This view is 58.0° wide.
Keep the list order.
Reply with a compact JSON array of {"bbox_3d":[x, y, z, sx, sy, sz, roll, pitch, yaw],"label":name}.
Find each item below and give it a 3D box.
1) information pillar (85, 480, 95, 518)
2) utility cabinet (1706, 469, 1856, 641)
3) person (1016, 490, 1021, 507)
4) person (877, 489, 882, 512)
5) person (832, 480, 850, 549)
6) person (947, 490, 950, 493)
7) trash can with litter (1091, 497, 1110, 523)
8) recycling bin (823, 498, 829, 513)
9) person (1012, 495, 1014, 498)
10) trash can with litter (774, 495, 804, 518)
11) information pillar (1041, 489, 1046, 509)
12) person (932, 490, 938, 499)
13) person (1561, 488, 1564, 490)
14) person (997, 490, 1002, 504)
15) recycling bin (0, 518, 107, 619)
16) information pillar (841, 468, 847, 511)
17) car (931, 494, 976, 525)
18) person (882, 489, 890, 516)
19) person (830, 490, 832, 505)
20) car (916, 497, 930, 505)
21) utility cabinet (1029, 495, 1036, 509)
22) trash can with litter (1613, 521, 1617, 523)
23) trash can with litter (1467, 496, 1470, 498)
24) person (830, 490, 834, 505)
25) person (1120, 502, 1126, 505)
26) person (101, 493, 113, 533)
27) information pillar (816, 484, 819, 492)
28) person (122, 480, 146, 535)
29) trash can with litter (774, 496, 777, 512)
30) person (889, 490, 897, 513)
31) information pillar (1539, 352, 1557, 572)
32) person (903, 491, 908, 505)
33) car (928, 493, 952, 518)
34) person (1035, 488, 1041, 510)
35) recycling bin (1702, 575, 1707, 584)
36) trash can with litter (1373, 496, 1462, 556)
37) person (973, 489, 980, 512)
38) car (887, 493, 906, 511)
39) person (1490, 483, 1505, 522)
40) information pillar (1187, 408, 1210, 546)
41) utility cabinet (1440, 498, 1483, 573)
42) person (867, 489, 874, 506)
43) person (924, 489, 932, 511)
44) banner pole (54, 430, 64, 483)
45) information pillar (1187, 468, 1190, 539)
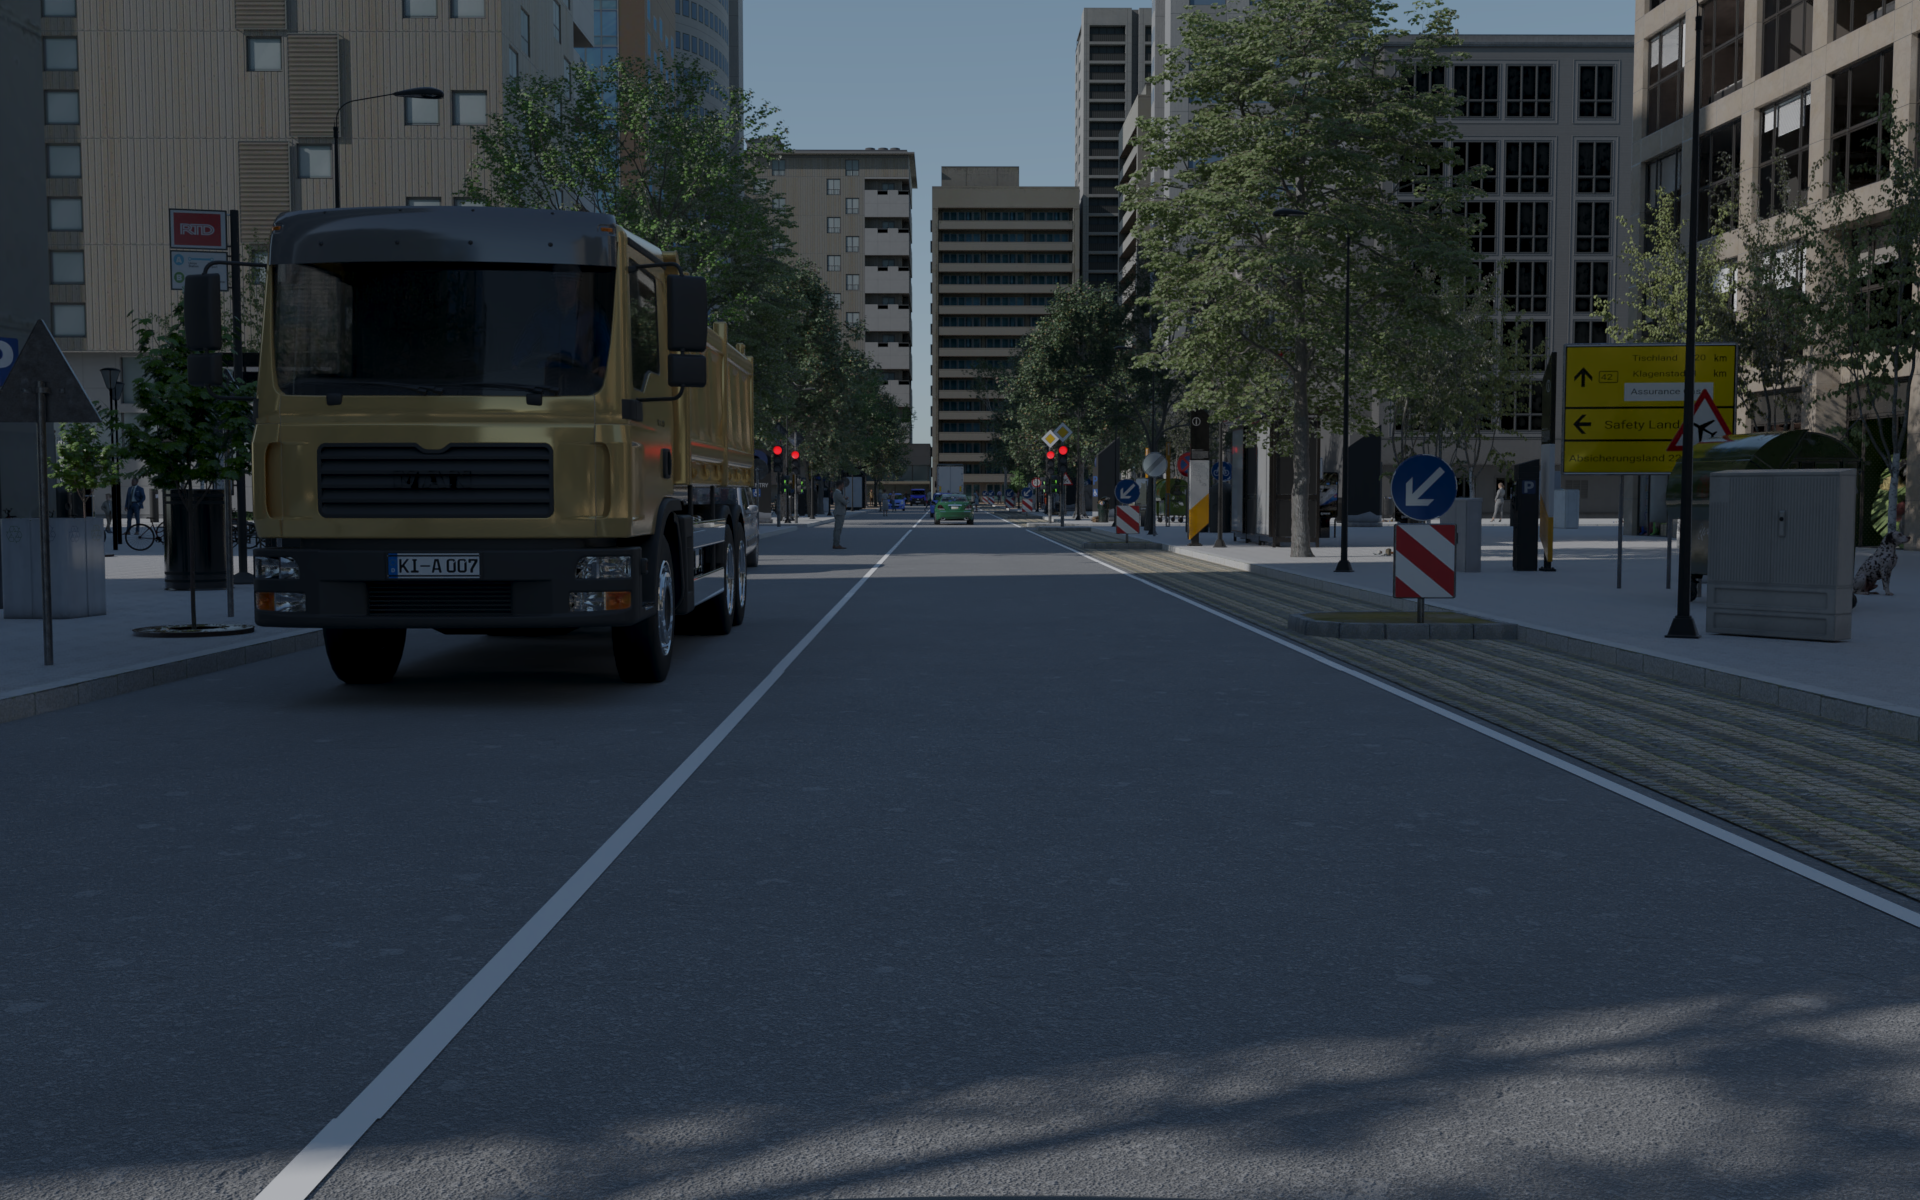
[{"bbox_3d":[-31.617,-3.572,62.895,0.304,2.012,0.304,-1,4,-16],"label":"information pillar"},{"bbox_3d":[7.270,-0.410,15.386,0.318,1.500,1.173,-3,4,-37],"label":"utility cabinet"},{"bbox_3d":[5.565,-9.790,166.832,0.721,1.743,1.217,1,4,11],"label":"person"},{"bbox_3d":[-6.370,-7.814,136.438,0.526,1.800,0.537,2,4,34],"label":"person"},{"bbox_3d":[-3.097,-2.239,45.282,0.466,1.800,0.511,-2,4,-28],"label":"person"},{"bbox_3d":[-0.934,-8.516,148.138,0.834,1.777,0.661,-1,4,-19],"label":"person"},{"bbox_3d":[6.270,-4.062,77.804,0.624,1.170,1.055,-2,4,-34],"label":"trash can with litter"},{"bbox_3d":[-9.633,-6.618,120.752,0.722,1.027,0.722,-3,5,-40],"label":"recycling bin"},{"bbox_3d":[5.743,-10.934,188.040,0.421,1.427,0.697,3,5,41],"label":"person"},{"bbox_3d":[-9.239,-5.037,93.407,1.678,1.210,2.233,0,4,-2],"label":"trash can with litter"},{"bbox_3d":[7.197,-8.866,149.443,0.304,2.012,0.304,-3,5,-43],"label":"information pillar"},{"bbox_3d":[-2.062,-8.461,147.181,0.601,1.785,0.444,3,5,41],"label":"person"},{"bbox_3d":[27.309,-4.432,78.851,0.601,1.785,0.444,3,4,38],"label":"person"},{"bbox_3d":[5.017,-13.186,221.499,0.709,1.838,0.599,-1,4,-11],"label":"person"},{"bbox_3d":[-9.456,-0.338,18.083,0.722,1.027,0.722,0,4,7],"label":"recycling bin"},{"bbox_3d":[-8.949,-8.686,133.367,0.504,3.616,0.183,2,4,24],"label":"information pillar"},{"bbox_3d":[-0.301,-4.288,81.912,2.131,1.459,4.920,0,4,-2],"label":"car"},{"bbox_3d":[-4.774,-6.273,111.631,0.480,1.755,0.524,1,4,17],"label":"person"},{"bbox_3d":[-15.165,-12.071,204.110,1.217,1.736,0.721,2,4,34],"label":"person"},{"bbox_3d":[-4.671,-12.868,219.432,2.155,1.783,4.494,0,4,-2],"label":"car"},{"bbox_3d":[6.076,-8.236,145.822,1.020,1.237,0.306,3,5,43],"label":"utility cabinet"},{"bbox_3d":[30.074,-4.077,77.711,1.678,1.210,2.233,0,4,-3],"label":"trash can with litter"},{"bbox_3d":[19.199,-3.444,67.366,2.233,1.210,1.678,0,4,4],"label":"trash can with litter"},{"bbox_3d":[-15.115,-11.990,202.601,0.750,1.759,0.617,-1,4,-17],"label":"person"},{"bbox_3d":[13.110,-8.200,140.206,0.694,1.812,0.767,0,4,5],"label":"person"},{"bbox_3d":[-27.801,-2.831,56.608,0.640,1.303,0.475,3,4,37],"label":"person"},{"bbox_3d":[-10.586,-7.639,129.381,0.304,2.012,0.304,1,4,18],"label":"information pillar"},{"bbox_3d":[-26.009,-2.954,54.525,0.721,1.800,0.419,0,4,1],"label":"person"},{"bbox_3d":[-12.270,-6.585,119.058,1.055,1.170,0.624,2,4,35],"label":"trash can with litter"},{"bbox_3d":[-5.085,-7.571,132.868,0.643,1.750,0.593,-2,4,-24],"label":"person"},{"bbox_3d":[9.774,-2.289,28.785,0.183,3.616,0.504,0,4,2],"label":"information pillar"},{"bbox_3d":[-7.073,-13.374,227.296,1.348,1.807,0.705,2,4,26],"label":"person"},{"bbox_3d":[-1.000,-5.932,106.581,1.945,1.707,3.694,0,4,-1],"label":"car"},{"bbox_3d":[6.410,-8.334,142.637,0.599,1.781,0.374,-1,4,-15],"label":"person"},{"bbox_3d":[10.953,-0.762,25.017,0.722,1.027,0.722,3,4,37],"label":"recycling bin"},{"bbox_3d":[9.410,-1.581,36.911,1.678,1.210,2.233,3,5,43],"label":"trash can with litter"},{"bbox_3d":[1.353,-7.907,137.879,0.616,1.811,0.778,-1,4,-16],"label":"person"},{"bbox_3d":[-5.554,-8.483,148.284,1.945,1.707,3.694,0,4,-2],"label":"car"},{"bbox_3d":[24.625,-4.467,79.347,0.573,1.790,0.520,2,4,35],"label":"person"},{"bbox_3d":[5.870,-3.133,42.582,0.504,3.616,0.183,0,4,-8],"label":"information pillar"},{"bbox_3d":[8.314,-1.079,28.802,0.306,1.237,1.020,-1,4,-9],"label":"utility cabinet"},{"bbox_3d":[-9.781,-11.352,191.749,1.348,1.812,0.705,-2,4,-28],"label":"person"},{"bbox_3d":[-2.603,-8.361,145.040,0.795,1.843,0.661,-3,4,-37],"label":"person"},{"bbox_3d":[-35.060,-4.735,67.434,0.863,3.779,0.401,2,4,26],"label":"banner pole"},{"bbox_3d":[6.637,-2.743,49.347,0.304,2.012,0.304,0,4,6],"label":"information pillar"}]
